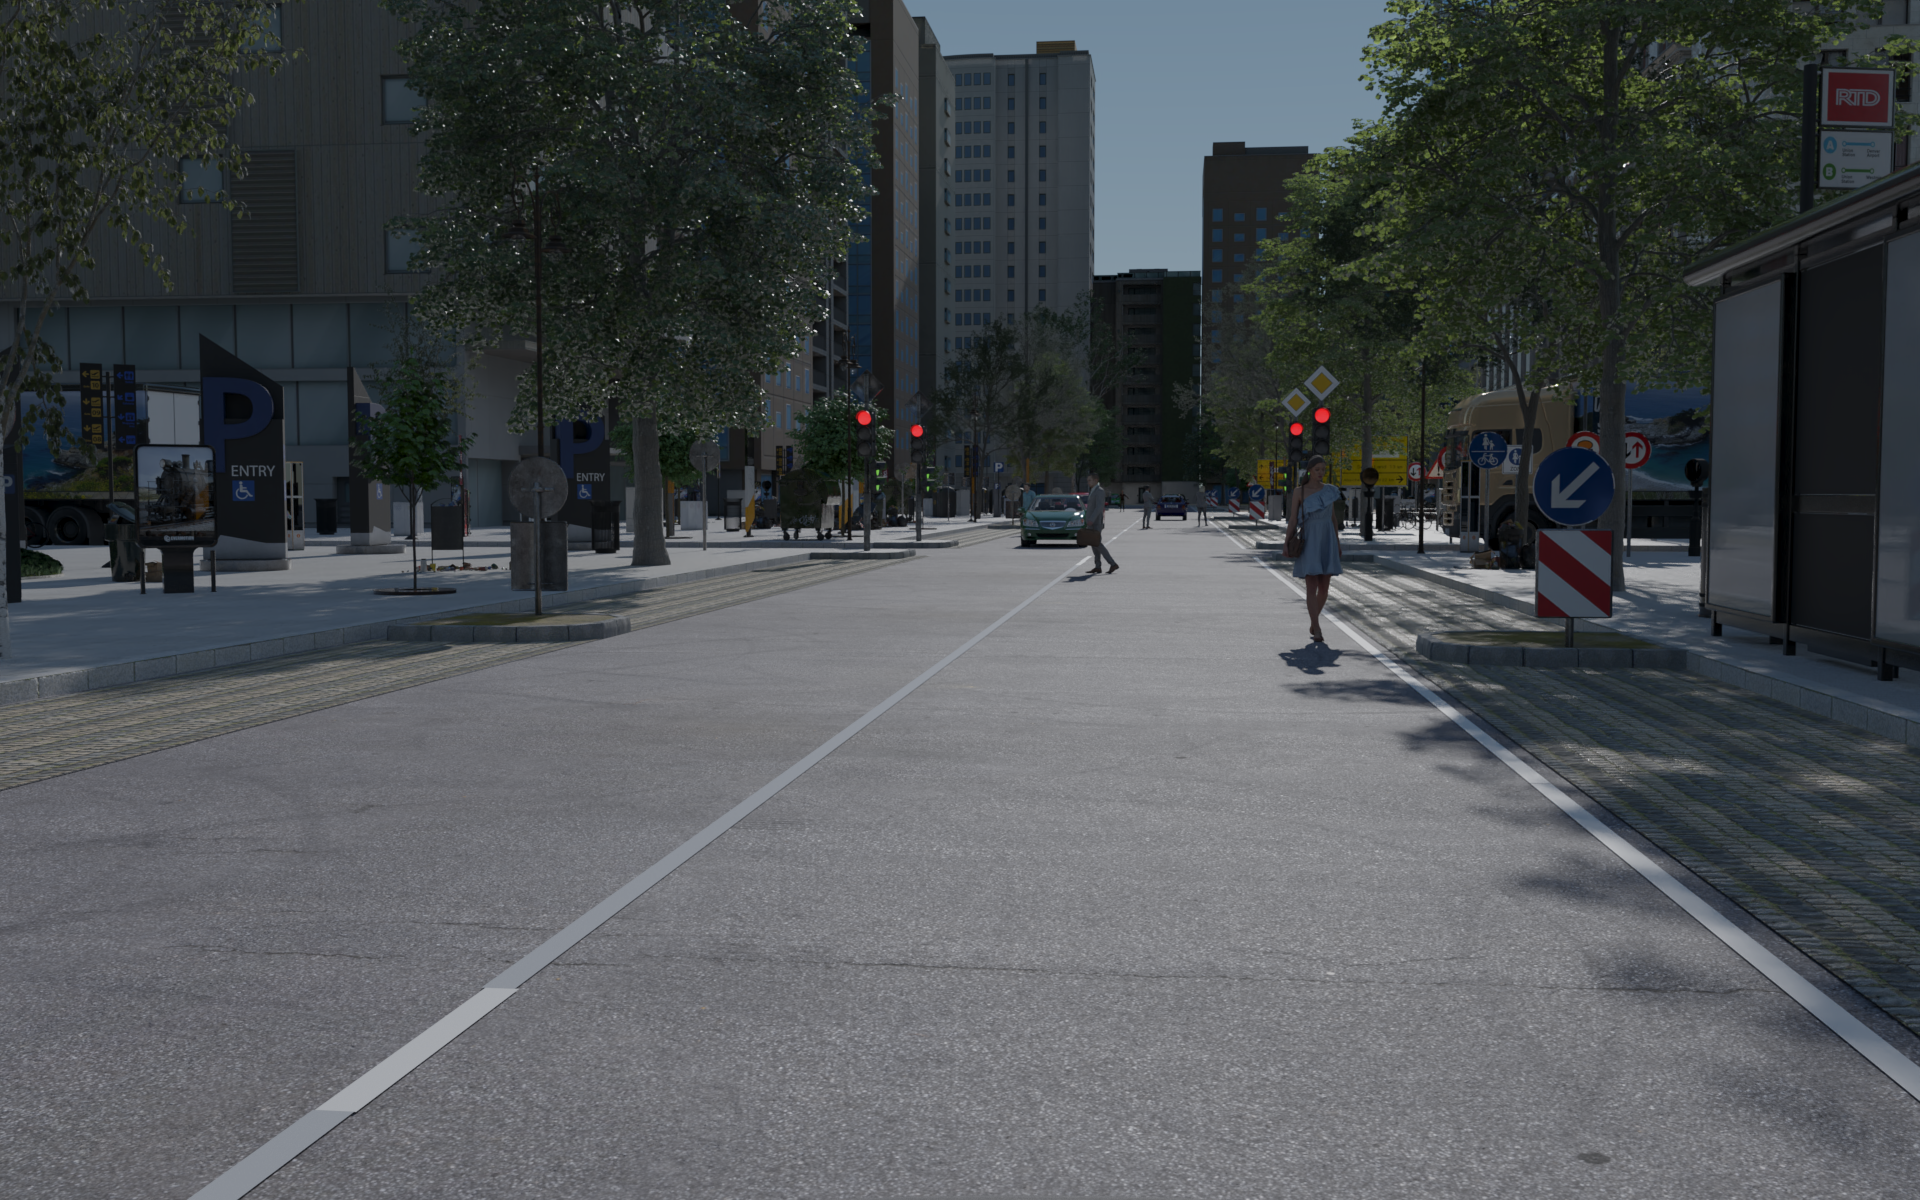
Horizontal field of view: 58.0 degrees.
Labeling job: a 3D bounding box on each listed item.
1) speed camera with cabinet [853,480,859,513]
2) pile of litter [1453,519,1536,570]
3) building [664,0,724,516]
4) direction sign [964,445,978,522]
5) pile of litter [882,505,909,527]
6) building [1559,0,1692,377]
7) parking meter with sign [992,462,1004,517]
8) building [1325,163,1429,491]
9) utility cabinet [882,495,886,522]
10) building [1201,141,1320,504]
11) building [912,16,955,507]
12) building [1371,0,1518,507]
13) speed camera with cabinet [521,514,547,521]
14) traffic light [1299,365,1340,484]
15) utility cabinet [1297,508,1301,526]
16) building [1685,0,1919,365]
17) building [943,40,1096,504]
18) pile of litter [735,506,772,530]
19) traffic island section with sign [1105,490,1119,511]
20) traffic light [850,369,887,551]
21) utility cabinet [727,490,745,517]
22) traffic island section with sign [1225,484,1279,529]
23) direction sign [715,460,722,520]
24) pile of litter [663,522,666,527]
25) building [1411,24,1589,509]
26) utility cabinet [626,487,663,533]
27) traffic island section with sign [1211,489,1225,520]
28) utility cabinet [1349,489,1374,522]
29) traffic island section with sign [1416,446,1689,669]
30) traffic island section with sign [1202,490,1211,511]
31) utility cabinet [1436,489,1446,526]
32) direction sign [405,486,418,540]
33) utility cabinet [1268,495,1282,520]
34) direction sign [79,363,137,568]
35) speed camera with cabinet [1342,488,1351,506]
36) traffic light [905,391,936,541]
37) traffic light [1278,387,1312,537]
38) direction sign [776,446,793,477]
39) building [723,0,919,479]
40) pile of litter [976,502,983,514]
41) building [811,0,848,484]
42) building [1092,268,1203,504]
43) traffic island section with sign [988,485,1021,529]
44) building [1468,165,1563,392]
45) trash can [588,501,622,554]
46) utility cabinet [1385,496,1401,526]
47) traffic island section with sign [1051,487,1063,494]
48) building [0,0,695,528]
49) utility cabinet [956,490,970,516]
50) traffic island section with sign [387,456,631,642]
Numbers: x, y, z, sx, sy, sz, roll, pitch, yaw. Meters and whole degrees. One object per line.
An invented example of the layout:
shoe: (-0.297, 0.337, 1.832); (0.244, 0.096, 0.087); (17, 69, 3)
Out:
speed camera with cabinet: (-4.233, -4.672, 70.715); (0.660, 3.252, 2.038); (-1, 4, -11)
pile of litter: (9.314, -0.969, 29.815); (1.719, 0.858, 1.176); (0, 4, 4)
building: (-17.260, -27.827, 105.088); (14.600, 45.320, 14.200); (0, 4, 7)
direction sign: (0.515, -5.381, 79.975); (0.876, 3.537, 0.379); (3, 5, 44)
pile of litter: (-2.767, -3.269, 67.412); (1.719, 0.858, 1.176); (-1, 4, -19)
building: (37.065, -17.991, 81.537); (14.401, 28.519, 23.554); (0, 4, 7)
parking meter with sign: (2.059, -6.085, 95.744); (0.543, 3.016, 1.738); (0, 4, -4)
building: (60.126, -34.821, 223.942); (28.867, 44.769, 22.147); (0, 4, 7)
utility cabinet: (-3.885, -4.114, 78.418); (1.020, 1.237, 0.306); (-2, 4, -26)
building: (38.282, -35.024, 222.749); (14.200, 45.320, 14.600); (0, 4, 7)
building: (-12.231, -33.734, 175.245); (21.600, 48.544, 21.300); (0, 4, 7)
building: (51.748, -51.908, 161.372); (22.319, 86.520, 31.000); (0, 4, 7)
speed camera with cabinet: (-14.270, -3.936, 58.687); (0.660, 3.252, 2.038); (-3, 4, -36)
traffic light: (7.852, -2.990, 37.809); (0.839, 4.253, 0.868); (0, 4, 7)
utility cabinet: (13.628, -3.687, 68.963); (0.318, 1.500, 1.173); (2, 4, 30)
building: (35.867, -12.612, 60.950); (16.860, 20.320, 10.420); (0, 4, 7)
building: (3.661, -42.086, 230.106); (28.212, 58.520, 21.231); (0, 4, 7)
pile of litter: (-7.594, -3.024, 63.415); (1.176, 0.858, 1.719); (3, 5, 44)
traffic island section with sign: (15.070, -10.174, 174.974); (1.989, 1.847, 2.006); (0, 4, 7)
traffic light: (-2.085, -3.064, 39.022); (0.839, 4.253, 0.868); (0, 4, 7)
utility cabinet: (-12.443, -5.406, 97.067); (1.173, 1.500, 0.318); (0, 4, 6)
traffic island section with sign: (11.972, -3.795, 70.681); (1.989, 1.847, 2.006); (0, 4, 7)
direction sign: (-11.873, -5.696, 85.133); (0.379, 3.537, 0.876); (0, 4, 2)
pile of litter: (-12.245, -3.341, 68.583); (1.719, 0.858, 1.176); (3, 5, 40)
building: (52.404, -27.065, 134.391); (32.217, 40.220, 23.993); (0, 4, 7)
utility cabinet: (-10.375, -2.954, 56.979); (1.173, 1.500, 0.318); (0, 4, -2)
traffic island section with sign: (15.306, -5.440, 97.573); (1.989, 1.847, 2.006); (0, 4, 7)
utility cabinet: (18.380, -4.323, 79.367); (1.173, 1.500, 0.318); (-2, 4, -25)
traffic island section with sign: (5.085, -0.400, 15.172); (1.989, 1.847, 2.006); (0, 4, 7)
traffic island section with sign: (21.411, -8.452, 146.825); (1.989, 1.847, 2.006); (0, 4, 7)
utility cabinet: (19.772, -3.738, 69.790); (1.173, 1.500, 0.318); (-2, 4, -25)
direction sign: (-15.489, -3.474, 48.799); (0.379, 3.537, 0.876); (-2, 4, -27)
utility cabinet: (15.473, -4.523, 85.116); (0.306, 1.237, 1.020); (2, 4, 33)
direction sign: (-14.802, -2.335, 30.179); (0.876, 3.537, 0.379); (-3, 4, -36)
speed camera with cabinet: (21.974, -6.316, 97.595); (0.660, 3.252, 2.038); (2, 4, 27)
traffic light: (-1.101, -3.549, 46.947); (0.839, 4.253, 0.868); (0, 4, 7)
traffic light: (8.836, -3.475, 45.734); (0.839, 4.253, 0.868); (0, 4, 7)
direction sign: (-8.192, -5.439, 80.929); (0.876, 3.537, 0.379); (1, 4, 21)
building: (-11.486, -30.691, 151.913); (14.600, 45.320, 14.200); (0, 4, 7)
pile of litter: (0.892, -6.049, 112.871); (1.176, 0.858, 1.719); (0, 4, -7)
building: (-17.468, -42.575, 134.357); (20.563, 71.187, 20.611); (0, 4, 7)
building: (24.257, -27.732, 225.113); (14.107, 30.474, 14.160); (0, 4, 7)
traffic island section with sign: (2.224, -3.843, 71.466); (1.989, 1.847, 2.006); (0, 4, 7)
building: (39.613, -16.141, 105.712); (13.314, 21.916, 24.055); (0, 4, 7)
trash can: (-7.685, -1.584, 37.546); (0.748, 1.137, 0.748); (0, 3, 0)
utility cabinet: (17.403, -3.580, 69.697); (0.306, 1.237, 1.020); (0, 4, -6)
traffic island section with sign: (5.552, -5.485, 98.308); (1.989, 1.847, 2.006); (0, 4, 7)
building: (-27.822, -29.794, 76.375); (28.713, 52.752, 27.495); (0, 4, 7)
utility cabinet: (0.167, -5.610, 100.402); (0.318, 1.500, 1.173); (2, 4, 26)
traffic island section with sign: (-4.456, -0.549, 17.597); (1.989, 1.847, 2.006); (0, 4, 7)
